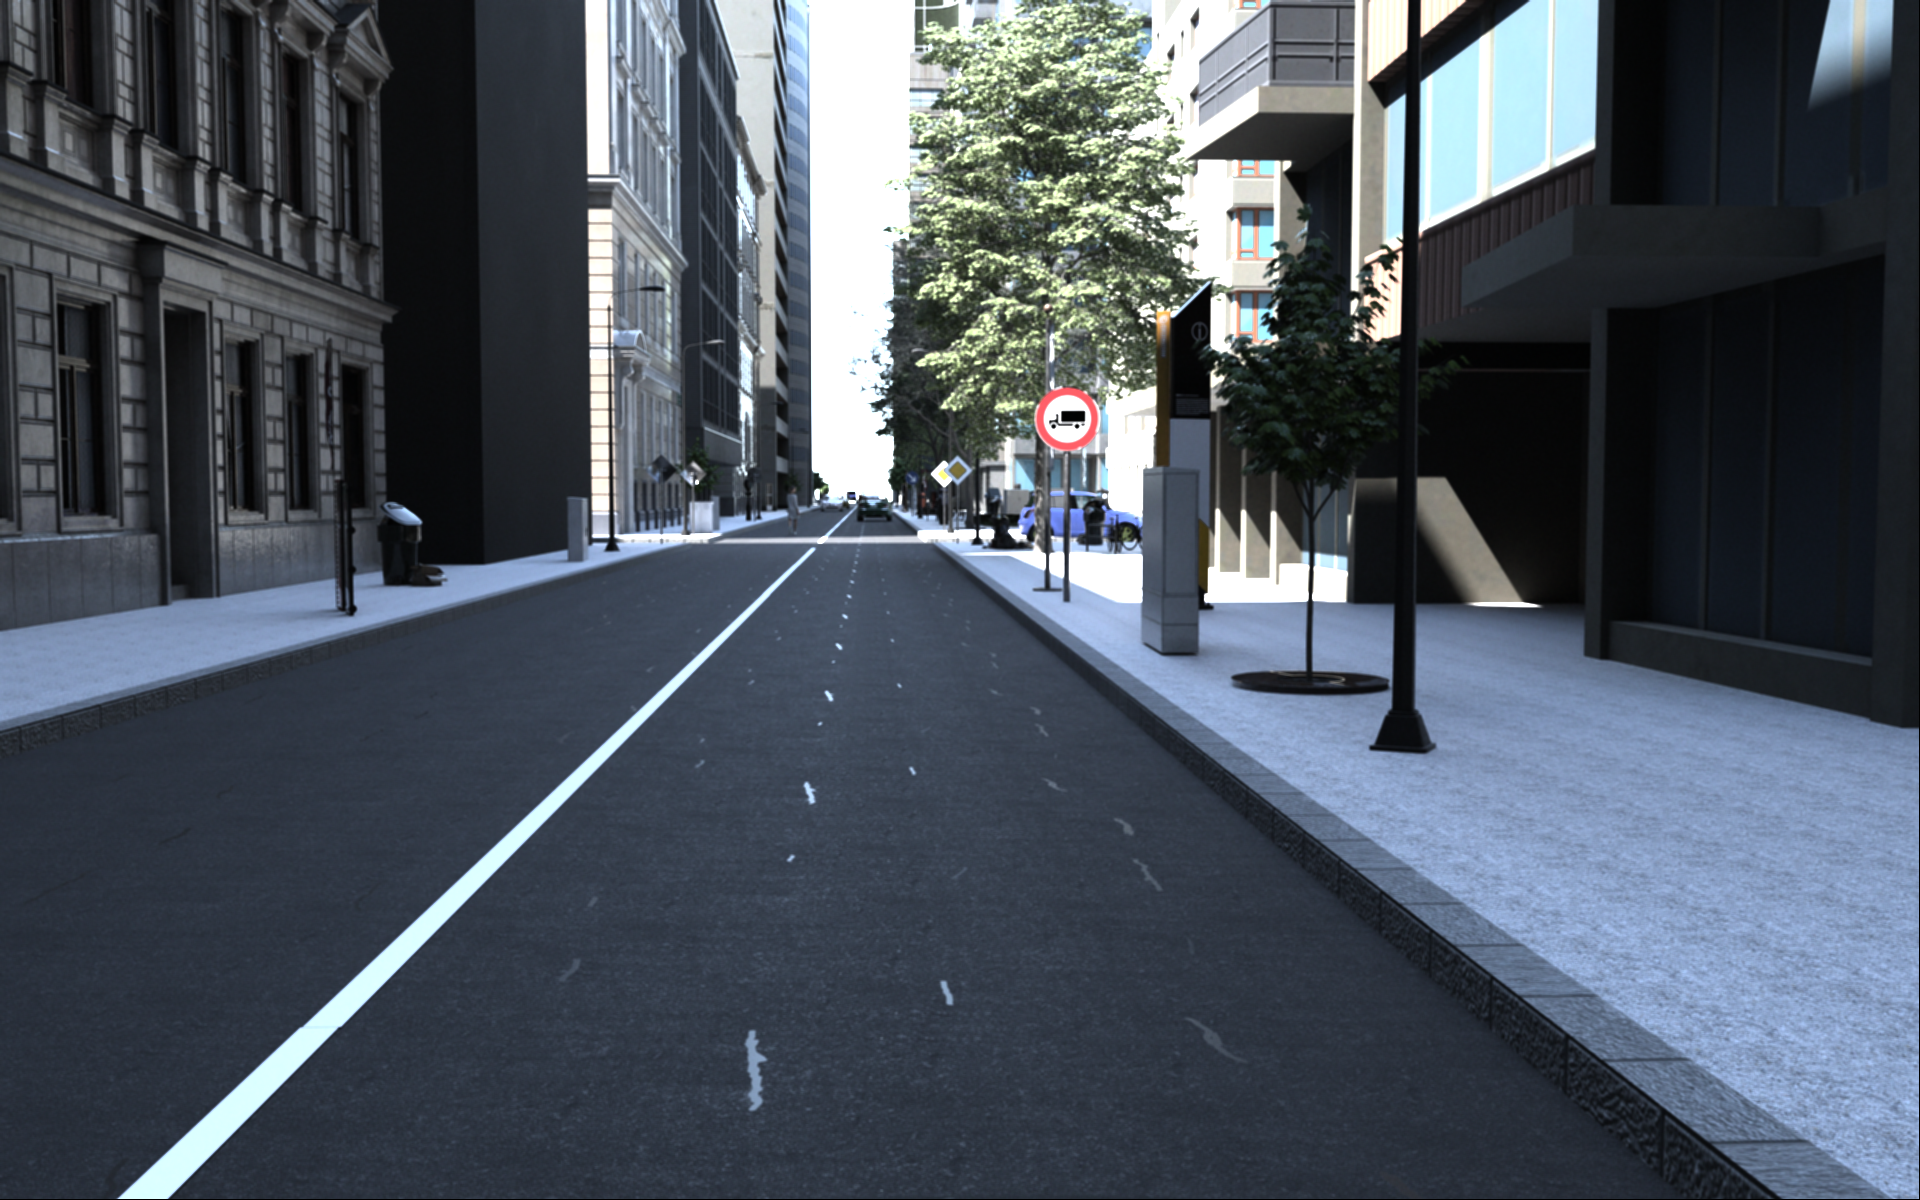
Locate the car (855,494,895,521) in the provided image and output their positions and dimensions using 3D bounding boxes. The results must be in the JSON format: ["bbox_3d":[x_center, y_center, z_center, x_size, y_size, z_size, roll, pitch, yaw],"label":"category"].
[{"bbox_3d":[-4.577,-4.973,93.112,2.131,1.459,4.920,0,4,-1],"label":"car"}]

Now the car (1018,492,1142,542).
[{"bbox_3d":[3.506,-2.434,49.390,3.694,1.707,1.945,0,4,-3],"label":"car"}]

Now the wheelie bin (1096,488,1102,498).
[{"bbox_3d":[7.362,-4.995,89.574,0.693,1.594,0.980,0,4,0],"label":"wheelie bin"}]

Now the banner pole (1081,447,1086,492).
[{"bbox_3d":[5.804,-5.598,81.549,0.401,3.779,0.863,1,4,22],"label":"banner pole"}]

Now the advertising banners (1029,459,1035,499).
[{"bbox_3d":[3.597,-5.477,85.732,0.090,3.025,2.074,0,4,-7],"label":"advertising banners"}]

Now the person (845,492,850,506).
[{"bbox_3d":[-13.858,-12.468,213.148,0.445,1.727,0.742,1,4,18],"label":"person"}]

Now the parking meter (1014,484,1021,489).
[{"bbox_3d":[3.162,-5.500,95.641,0.255,1.863,0.399,2,4,32],"label":"parking meter"}]

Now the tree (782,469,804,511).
[{"bbox_3d":[-12.679,-8.391,131.789,1.663,3.219,1.824,0,3,0],"label":"tree"}]

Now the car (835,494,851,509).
[{"bbox_3d":[-11.702,-9.751,169.653,2.015,1.641,3.980,0,4,-3],"label":"car"}]

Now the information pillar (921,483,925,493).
[{"bbox_3d":[-2.582,-6.892,117.172,0.304,2.012,0.304,-1,4,-15],"label":"information pillar"}]

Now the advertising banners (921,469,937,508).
[{"bbox_3d":[-1.805,-7.647,121.209,2.074,3.025,0.090,-2,4,-25],"label":"advertising banners"}]

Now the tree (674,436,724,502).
[{"bbox_3d":[-8.682,-3.878,58.001,1.663,3.219,1.824,0,3,0],"label":"tree"}]

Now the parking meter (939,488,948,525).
[{"bbox_3d":[-0.671,-3.910,72.346,0.372,1.533,0.369,0,3,0],"label":"parking meter"}]

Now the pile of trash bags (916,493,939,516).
[{"bbox_3d":[-1.841,-5.819,104.899,1.912,1.369,3.447,1,4,17],"label":"pile of trash bags"}]

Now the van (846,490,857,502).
[{"bbox_3d":[-17.662,-16.922,281.065,2.240,2.365,5.245,0,4,-4],"label":"van"}]

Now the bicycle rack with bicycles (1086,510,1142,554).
[{"bbox_3d":[4.025,-1.528,38.370,2.852,0.926,2.925,-1,4,-15],"label":"bicycle rack with bicycles"}]

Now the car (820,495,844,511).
[{"bbox_3d":[-10.834,-8.193,146.320,2.083,1.381,4.827,0,4,-5],"label":"car"}]

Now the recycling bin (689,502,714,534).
[{"bbox_3d":[-8.338,-2.649,55.860,0.722,1.027,0.722,0,4,-4],"label":"recycling bin"}]

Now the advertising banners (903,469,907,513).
[{"bbox_3d":[-3.801,-7.598,120.414,0.090,3.025,2.074,0,4,4],"label":"advertising banners"}]

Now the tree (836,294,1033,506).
[{"bbox_3d":[-0.857,-8.609,75.161,8.767,10.594,7.601,-1,4,-19],"label":"tree"}]

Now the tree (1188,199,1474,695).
[{"bbox_3d":[2.261,-1.039,11.591,1.663,3.219,1.824,0,3,0],"label":"tree"}]

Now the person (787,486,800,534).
[{"bbox_3d":[-5.927,-3.194,61.480,0.466,1.731,0.760,0,4,0],"label":"person"}]

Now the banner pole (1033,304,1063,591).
[{"bbox_3d":[1.181,-1.997,22.675,0.401,3.779,0.863,0,4,-4],"label":"banner pole"}]

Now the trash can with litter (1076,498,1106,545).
[{"bbox_3d":[3.242,-1.979,43.751,0.624,1.170,1.055,-2,4,-23],"label":"trash can with litter"}]

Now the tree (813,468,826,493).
[{"bbox_3d":[-17.412,-13.464,203.855,4.285,4.588,4.351,0,3,0],"label":"tree"}]

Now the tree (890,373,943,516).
[{"bbox_3d":[-2.605,-9.255,101.674,4.737,8.622,4.395,0,3,0],"label":"tree"}]

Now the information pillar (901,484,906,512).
[{"bbox_3d":[-4.059,-7.387,125.271,0.304,2.012,0.304,-1,4,-12],"label":"information pillar"}]

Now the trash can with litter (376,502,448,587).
[{"bbox_3d":[-7.673,-0.793,24.358,1.055,1.170,0.624,2,4,26],"label":"trash can with litter"}]

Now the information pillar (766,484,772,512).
[{"bbox_3d":[-13.866,-7.431,125.989,0.304,2.012,0.304,-3,5,-42],"label":"information pillar"}]

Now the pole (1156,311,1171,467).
[{"bbox_3d":[2.279,-1.565,19.428,0.158,3.312,0.155,0,3,0],"label":"pole"}]

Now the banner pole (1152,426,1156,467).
[{"bbox_3d":[7.115,-4.488,63.396,0.401,3.779,0.863,1,4,18],"label":"banner pole"}]

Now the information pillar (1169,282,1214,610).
[{"bbox_3d":[2.552,-1.699,19.127,0.504,3.616,0.183,-2,4,-24],"label":"information pillar"}]

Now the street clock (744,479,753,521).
[{"bbox_3d":[-10.222,-4.840,83.711,0.358,2.002,0.471,2,4,25],"label":"street clock"}]

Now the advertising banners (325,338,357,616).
[{"bbox_3d":[-6.806,-1.395,18.991,0.090,3.025,2.074,-2,4,-25],"label":"advertising banners"}]

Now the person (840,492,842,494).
[{"bbox_3d":[-16.047,-13.749,234.230,0.436,1.711,0.756,2,4,23],"label":"person"}]

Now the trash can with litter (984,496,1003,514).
[{"bbox_3d":[1.671,-4.791,89.719,0.624,1.170,1.055,3,5,44],"label":"trash can with litter"}]

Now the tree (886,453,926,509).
[{"bbox_3d":[-3.951,-8.954,130.119,4.285,4.588,4.351,0,3,0],"label":"tree"}]

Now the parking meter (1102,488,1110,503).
[{"bbox_3d":[6.477,-4.191,76.935,0.372,1.533,0.369,0,3,0],"label":"parking meter"}]

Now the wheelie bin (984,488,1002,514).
[{"bbox_3d":[1.715,-5.096,91.229,0.980,1.594,0.693,-2,4,-24],"label":"wheelie bin"}]

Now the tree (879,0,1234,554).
[{"bbox_3d":[2.000,-7.259,36.805,7.486,12.596,7.792,0,3,0],"label":"tree"}]

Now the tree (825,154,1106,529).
[{"bbox_3d":[0.231,-9.343,63.121,12.009,13.543,11.850,0,3,0],"label":"tree"}]

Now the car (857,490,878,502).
[{"bbox_3d":[-8.382,-9.236,159.685,2.281,1.827,5.304,0,4,-1],"label":"car"}]

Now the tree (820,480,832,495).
[{"bbox_3d":[-18.033,-14.597,233.263,1.663,3.219,1.824,0,3,0],"label":"tree"}]

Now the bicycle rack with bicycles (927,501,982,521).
[{"bbox_3d":[-0.387,-4.224,82.439,2.852,0.926,2.925,-1,4,-13],"label":"bicycle rack with bicycles"}]
